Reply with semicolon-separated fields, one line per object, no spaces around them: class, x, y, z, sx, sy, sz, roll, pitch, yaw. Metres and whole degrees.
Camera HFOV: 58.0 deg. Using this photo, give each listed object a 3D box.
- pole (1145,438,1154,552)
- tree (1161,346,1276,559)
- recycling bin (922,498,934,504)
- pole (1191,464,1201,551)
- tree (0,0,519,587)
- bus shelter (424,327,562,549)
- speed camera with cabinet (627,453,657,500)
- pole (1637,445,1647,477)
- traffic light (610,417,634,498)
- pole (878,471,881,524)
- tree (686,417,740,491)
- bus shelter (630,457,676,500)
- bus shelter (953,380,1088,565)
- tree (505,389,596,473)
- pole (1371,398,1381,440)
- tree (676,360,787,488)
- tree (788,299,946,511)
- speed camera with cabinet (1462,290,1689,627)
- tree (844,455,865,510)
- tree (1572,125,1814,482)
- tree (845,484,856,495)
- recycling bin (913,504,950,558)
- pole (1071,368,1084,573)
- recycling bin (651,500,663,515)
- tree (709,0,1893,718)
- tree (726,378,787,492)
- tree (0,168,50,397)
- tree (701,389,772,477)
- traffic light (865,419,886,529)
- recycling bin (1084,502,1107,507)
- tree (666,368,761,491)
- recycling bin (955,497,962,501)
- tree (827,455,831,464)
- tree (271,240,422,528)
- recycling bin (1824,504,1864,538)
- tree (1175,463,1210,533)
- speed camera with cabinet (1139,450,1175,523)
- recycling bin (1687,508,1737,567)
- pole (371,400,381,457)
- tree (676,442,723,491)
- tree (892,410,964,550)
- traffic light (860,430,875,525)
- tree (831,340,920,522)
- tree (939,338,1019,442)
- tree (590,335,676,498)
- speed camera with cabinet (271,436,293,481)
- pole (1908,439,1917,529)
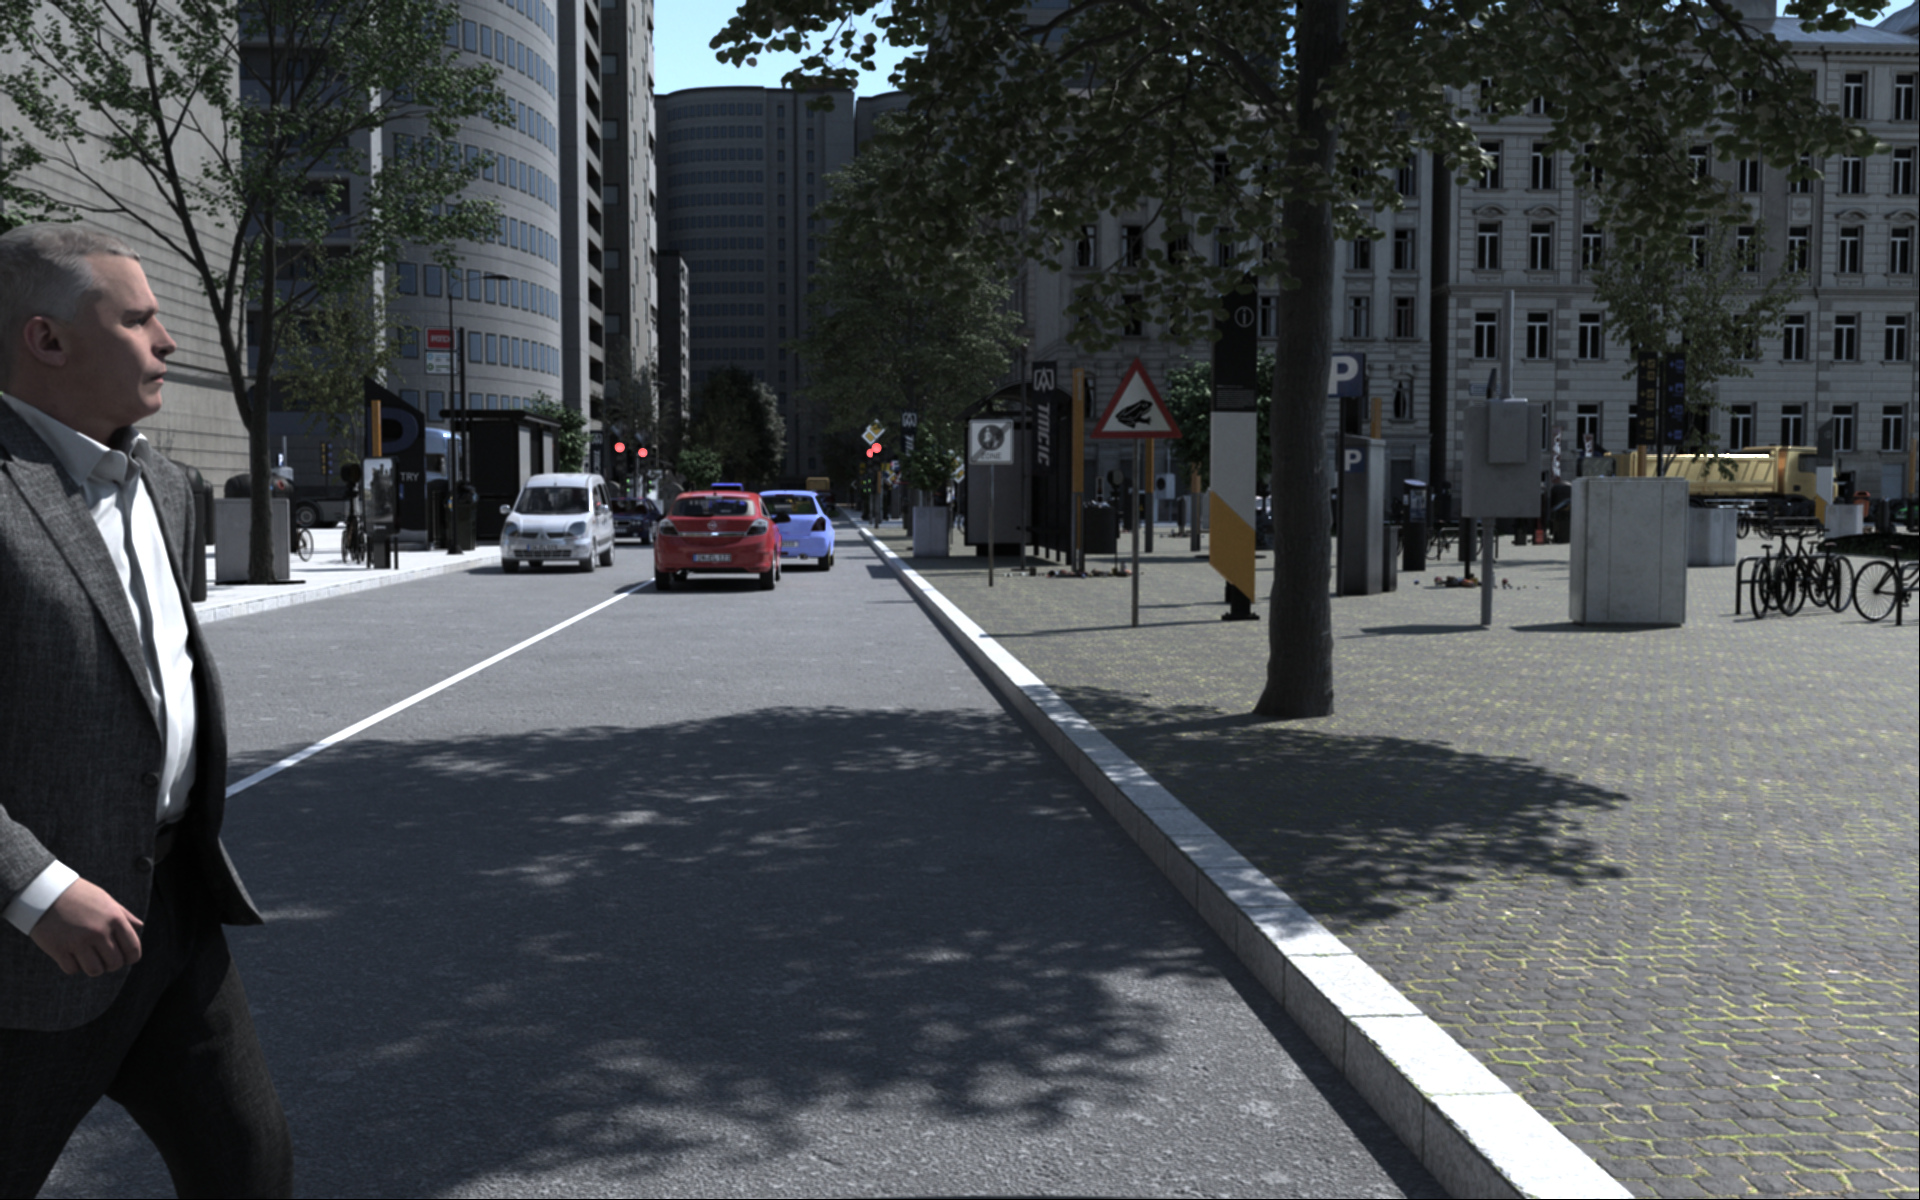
pole;4.162;-2.704;38.046;0.158;3.312;0.155;0;3;0
tree;5.550;-3.130;34.897;4.285;4.588;4.351;0;3;0
recycling bin;-2.339;-6.767;123.187;0.722;1.027;0.722;2;4;31
pole;5.277;-2.744;38.707;0.158;3.312;0.155;0;3;0
tree;-10.008;-6.017;24.132;9.928;11.665;9.643;0;3;0
bus shelter;-11.948;-4.081;44.357;2.179;5.291;8.768;0;4;-5
speed camera with cabinet;-15.455;-5.485;84.011;0.660;3.252;2.038;1;4;18
pole;16.385;-2.923;41.642;0.158;3.312;0.155;0;3;0
traffic light;-12.396;-4.556;63.417;0.839;4.253;0.868;0;4;-4
pole;-3.476;-4.926;74.387;0.158;3.312;0.155;0;3;0
tree;-19.608;-11.477;138.010;4.737;8.622;4.395;0;3;0
bus shelter;-17.313;-6.361;97.933;2.014;3.302;5.546;0;4;-4
bus shelter;1.062;-2.417;33.445;2.014;3.302;5.546;0;4;-4
tree;-13.084;-4.329;54.493;4.285;4.588;4.351;0;3;0
pole;8.818;-2.626;36.776;0.158;3.312;0.155;0;3;0
tree;-19.609;-14.117;147.821;9.611;12.733;9.660;0;3;0
tree;-5.344;-11.891;104.795;12.009;13.543;11.850;0;3;0
speed camera with cabinet;6.019;-1.386;16.989;2.038;3.252;0.660;0;4;7
tree;-7.877;-9.621;141.023;4.285;4.588;4.351;0;3;0
tree;14.185;-5.137;34.351;4.737;8.622;4.395;0;3;0
tree;-13.554;-13.416;213.948;1.663;3.219;1.824;0;3;0
recycling bin;-0.574;-1.378;35.078;0.722;1.027;0.722;0;4;2
pole;1.920;-2.103;28.224;0.158;3.312;0.155;0;3;0
recycling bin;-13.638;-3.968;77.423;0.722;1.027;0.722;-1;4;-9
tree;2.387;-5.611;9.867;7.486;12.596;7.792;0;3;0
tree;-23.635;-17.428;191.600;9.857;13.997;8.962;0;3;0
tree;-9.147;-1.884;14.520;4.285;4.588;4.351;0;3;0
tree;-22.005;-14.777;167.357;9.928;11.665;9.643;0;3;0
traffic light;-3.114;-4.601;64.148;0.839;4.253;0.868;0;4;-4
recycling bin;4.104;-2.486;53.193;0.722;1.027;0.722;1;4;13
tree;-18.109;-11.804;127.409;7.601;10.594;8.767;-1;4;-9
recycling bin;-0.322;-7.138;129.265;0.722;1.027;0.722;-3;5;-41
tree;-12.802;-15.052;196.455;4.360;8.622;3.978;0;3;0
tree;-17.353;-6.022;48.829;4.737;8.622;4.395;0;3;0
recycling bin;21.383;-1.795;41.908;0.722;1.027;0.722;3;4;39
tree;7.903;-3.859;57.701;1.663;3.219;1.824;0;3;0
speed camera with cabinet;8.694;-5.081;77.403;0.660;3.252;2.038;-3;4;-38
recycling bin;13.358;-1.127;30.973;0.722;1.027;0.722;-2;4;-26
pole;-12.683;-2.682;37.699;0.158;3.312;0.155;0;3;0
tree;-16.607;-7.754;110.497;4.285;4.588;4.351;0;3;0
tree;-0.834;-2.777;40.000;1.663;3.219;1.824;0;3;0
traffic light;-3.729;-5.088;72.109;0.839;4.253;0.868;0;4;-4
tree;-3.665;-7.929;80.003;4.360;8.622;3.978;0;3;0
tree;0.972;-7.863;78.915;4.360;8.622;3.978;0;3;0
tree;-14.851;-7.914;79.748;4.360;8.622;3.978;0;3;0
speed camera with cabinet;-23.790;-3.988;59.542;2.038;3.252;0.660;2;4;34
pole;35.118;-4.284;63.891;0.158;3.312;0.155;0;3;0
